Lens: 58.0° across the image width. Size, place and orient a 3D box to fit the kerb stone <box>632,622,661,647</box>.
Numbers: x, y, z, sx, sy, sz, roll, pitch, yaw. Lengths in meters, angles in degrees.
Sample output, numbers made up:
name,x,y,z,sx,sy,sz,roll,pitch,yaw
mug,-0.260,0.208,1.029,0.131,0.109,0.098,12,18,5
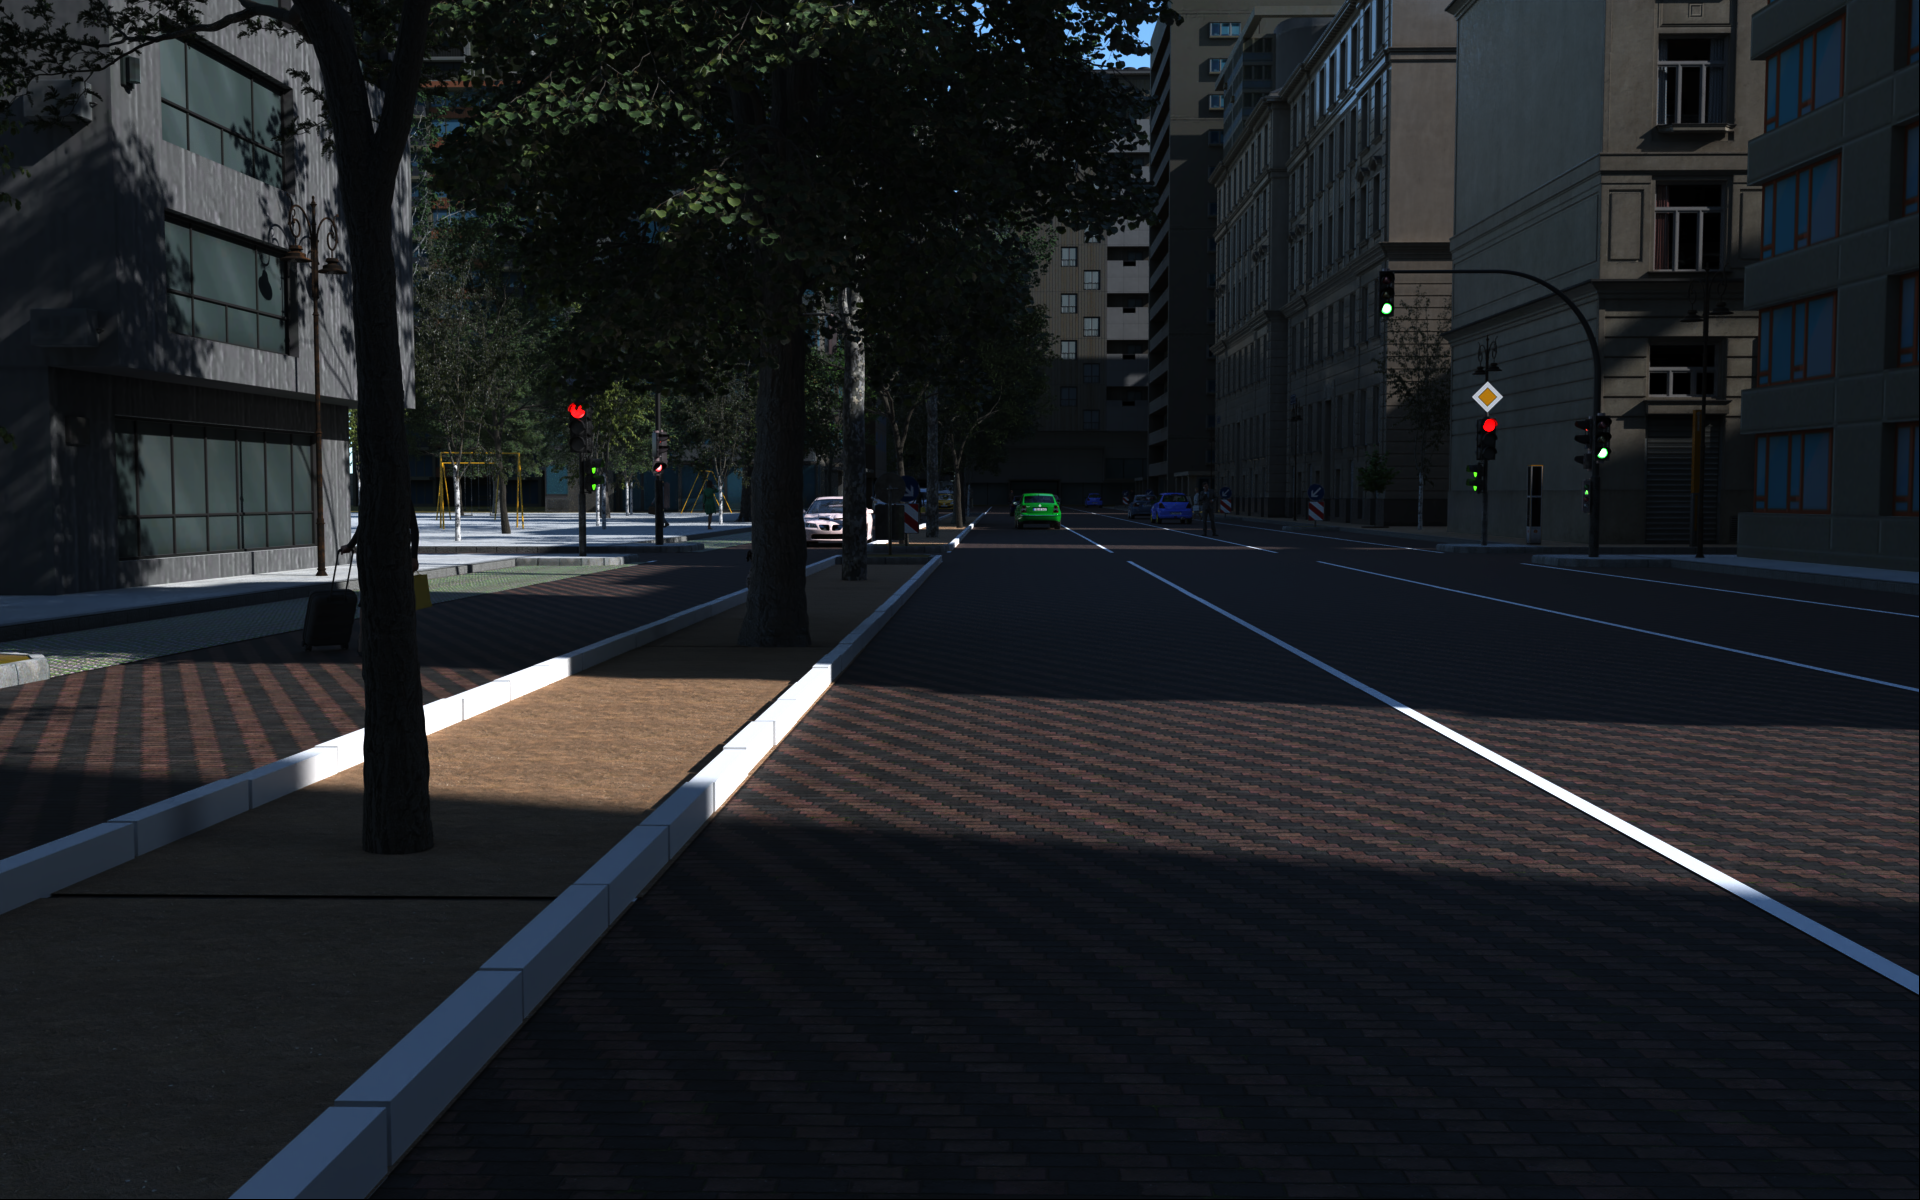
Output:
name,x,y,z,sx,sy,sz,roll,pitch,yaw
kerb stone,-3.038,0.346,16.531,0.120,0.150,1.000,0,4,1

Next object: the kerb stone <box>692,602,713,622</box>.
name,x,y,z,sx,sy,sz,roll,pitch,yaw
kerb stone,-2.966,0.159,19.596,0.120,0.150,1.000,0,4,1

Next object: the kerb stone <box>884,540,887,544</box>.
name,x,y,z,sx,sy,sz,roll,pitch,yaw
kerb stone,-2.236,-1.627,48.813,0.120,0.150,1.000,0,4,1

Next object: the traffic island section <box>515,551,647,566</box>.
name,x,y,z,sx,sy,sz,roll,pitch,yaw
traffic island section,-7.819,-0.828,35.811,2.009,0.180,2.903,0,4,1

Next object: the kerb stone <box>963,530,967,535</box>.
name,x,y,z,sx,sy,sz,roll,pitch,yaw
kerb stone,0.077,-2.122,56.957,0.120,0.150,1.000,0,4,1

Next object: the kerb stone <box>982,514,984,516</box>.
name,x,y,z,sx,sy,sz,roll,pitch,yaw
kerb stone,1.156,-4.758,99.988,0.120,0.150,1.000,0,4,1

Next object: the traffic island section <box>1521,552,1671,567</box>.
name,x,y,z,sx,sy,sz,roll,pitch,yaw
traffic island section,12.916,-0.795,35.287,2.009,0.180,2.903,0,4,1

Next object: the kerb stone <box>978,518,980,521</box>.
name,x,y,z,sx,sy,sz,roll,pitch,yaw
kerb stone,0.770,-3.810,84.607,0.120,0.150,1.000,0,4,1

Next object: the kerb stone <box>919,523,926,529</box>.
name,x,y,z,sx,sy,sz,roll,pitch,yaw
kerb stone,-1.583,-3.196,74.444,0.120,0.150,1.000,0,4,1

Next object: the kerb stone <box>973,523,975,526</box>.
name,x,y,z,sx,sy,sz,roll,pitch,yaw
kerb stone,0.418,-2.941,70.281,0.120,0.150,1.000,0,4,1

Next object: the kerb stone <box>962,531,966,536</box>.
name,x,y,z,sx,sy,sz,roll,pitch,yaw
kerb stone,0.051,-2.063,55.931,0.120,0.150,1.000,0,4,1

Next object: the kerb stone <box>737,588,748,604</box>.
name,x,y,z,sx,sy,sz,roll,pitch,yaw
kerb stone,-2.889,-0.026,22.666,0.120,0.150,1.000,0,4,1

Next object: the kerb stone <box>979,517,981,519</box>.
name,x,y,z,sx,sy,sz,roll,pitch,yaw
kerb stone,0.853,-4.006,87.685,0.120,0.150,1.000,0,4,1

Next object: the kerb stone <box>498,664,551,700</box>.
name,x,y,z,sx,sy,sz,roll,pitch,yaw
kerb stone,-3.142,0.598,12.430,0.120,0.150,1.000,0,4,1

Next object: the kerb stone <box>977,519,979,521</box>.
name,x,y,z,sx,sy,sz,roll,pitch,yaw
kerb stone,0.686,-3.622,81.536,0.120,0.150,1.000,0,4,1

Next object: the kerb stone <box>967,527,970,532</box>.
name,x,y,z,sx,sy,sz,roll,pitch,yaw
kerb stone,0.200,-2.439,62.080,0.120,0.150,1.000,0,4,1

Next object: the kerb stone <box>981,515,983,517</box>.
name,x,y,z,sx,sy,sz,roll,pitch,yaw
kerb stone,1.057,-4.507,95.888,0.120,0.150,1.000,0,4,1

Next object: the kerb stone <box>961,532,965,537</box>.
name,x,y,z,sx,sy,sz,roll,pitch,yaw
kerb stone,-0.006,-1.938,53.881,0.120,0.150,1.000,0,4,1

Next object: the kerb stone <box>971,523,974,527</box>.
name,x,y,z,sx,sy,sz,roll,pitch,yaw
kerb stone,0.395,-2.878,69.256,0.120,0.150,1.000,0,4,1

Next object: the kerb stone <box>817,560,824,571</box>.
name,x,y,z,sx,sy,sz,roll,pitch,yaw
kerb stone,-2.660,-0.592,31.879,0.120,0.150,1.000,0,4,1

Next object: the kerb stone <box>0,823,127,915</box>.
name,x,y,z,sx,sy,sz,roll,pitch,yaw
kerb stone,-3.295,0.975,6.262,0.120,0.150,1.000,0,4,1

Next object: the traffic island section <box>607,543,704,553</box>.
name,x,y,z,sx,sy,sz,roll,pitch,yaw
traffic island section,-7.618,-1.316,43.794,2.009,0.180,2.903,0,4,1

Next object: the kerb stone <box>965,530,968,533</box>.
name,x,y,z,sx,sy,sz,roll,pitch,yaw
kerb stone,0.099,-2.189,57.979,0.120,0.150,1.000,0,4,1

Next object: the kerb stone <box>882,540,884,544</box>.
name,x,y,z,sx,sy,sz,roll,pitch,yaw
kerb stone,-2.256,-1.560,47.786,0.120,0.150,1.000,0,4,1

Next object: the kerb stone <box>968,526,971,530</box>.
name,x,y,z,sx,sy,sz,roll,pitch,yaw
kerb stone,0.230,-2.503,63.111,0.120,0.150,1.000,0,4,1

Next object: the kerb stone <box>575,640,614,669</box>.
name,x,y,z,sx,sy,sz,roll,pitch,yaw
kerb stone,-3.092,0.471,14.488,0.120,0.150,1.000,0,4,1

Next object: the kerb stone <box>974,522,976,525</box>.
name,x,y,z,sx,sy,sz,roll,pitch,yaw
kerb stone,0.484,-3.129,73.348,0.120,0.150,1.000,0,4,1

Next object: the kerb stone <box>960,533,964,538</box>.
name,x,y,z,sx,sy,sz,roll,pitch,yaw
kerb stone,-0.030,-1.875,52.859,0.120,0.150,1.000,0,4,1

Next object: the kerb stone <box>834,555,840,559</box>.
name,x,y,z,sx,sy,sz,roll,pitch,yaw
kerb stone,-2.581,-0.781,34.966,0.120,0.150,1.000,0,4,1

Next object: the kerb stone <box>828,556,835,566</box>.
name,x,y,z,sx,sy,sz,roll,pitch,yaw
kerb stone,-2.607,-0.719,33.944,0.120,0.150,1.000,0,4,1

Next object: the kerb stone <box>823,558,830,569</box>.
name,x,y,z,sx,sy,sz,roll,pitch,yaw
kerb stone,-2.629,-0.655,32.910,0.120,0.150,1.000,0,4,1

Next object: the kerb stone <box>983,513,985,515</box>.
name,x,y,z,sx,sy,sz,roll,pitch,yaw
kerb stone,1.259,-5.009,104.092,0.120,0.150,1.000,0,4,1

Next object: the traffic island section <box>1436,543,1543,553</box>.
name,x,y,z,sx,sy,sz,roll,pitch,yaw
traffic island section,13.117,-1.284,43.269,2.009,0.180,2.903,0,4,1

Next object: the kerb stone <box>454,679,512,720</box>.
name,x,y,z,sx,sy,sz,roll,pitch,yaw
kerb stone,-3.166,0.665,11.398,0.120,0.150,1.000,0,4,1

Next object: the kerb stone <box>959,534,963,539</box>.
name,x,y,z,sx,sy,sz,roll,pitch,yaw
kerb stone,-0.058,-1.811,51.832,0.120,0.150,1.000,0,4,1

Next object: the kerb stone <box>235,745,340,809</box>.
name,x,y,z,sx,sy,sz,roll,pitch,yaw
kerb stone,-3.245,0.857,8.325,0.120,0.150,1.000,0,4,1

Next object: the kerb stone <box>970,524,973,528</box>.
name,x,y,z,sx,sy,sz,roll,pitch,yaw
kerb stone,0.334,-2.753,67.207,0.120,0.150,1.000,0,4,1

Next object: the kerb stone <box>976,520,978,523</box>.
name,x,y,z,sx,sy,sz,roll,pitch,yaw
kerb stone,0.613,-3.437,78.467,0.120,0.150,1.000,0,4,1

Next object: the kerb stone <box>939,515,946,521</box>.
name,x,y,z,sx,sy,sz,roll,pitch,yaw
kerb stone,-0.991,-4.637,98.005,0.120,0.150,1.000,0,4,1

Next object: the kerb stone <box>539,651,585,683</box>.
name,x,y,z,sx,sy,sz,roll,pitch,yaw
kerb stone,-3.120,0.534,13.458,0.120,0.150,1.000,0,4,1

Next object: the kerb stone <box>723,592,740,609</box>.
name,x,y,z,sx,sy,sz,roll,pitch,yaw
kerb stone,-2.914,0.034,21.639,0.120,0.150,1.000,0,4,1

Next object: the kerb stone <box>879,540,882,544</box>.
name,x,y,z,sx,sy,sz,roll,pitch,yaw
kerb stone,-2.282,-1.503,46.763,0.120,0.150,1.000,0,4,1

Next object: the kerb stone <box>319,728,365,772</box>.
name,x,y,z,sx,sy,sz,roll,pitch,yaw
kerb stone,-3.224,0.790,9.347,0.120,0.150,1.000,0,4,1

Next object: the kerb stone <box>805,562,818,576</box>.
name,x,y,z,sx,sy,sz,roll,pitch,yaw
kerb stone,-2.687,-0.529,30.857,0.120,0.150,1.000,0,4,1

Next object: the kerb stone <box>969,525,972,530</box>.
name,x,y,z,sx,sy,sz,roll,pitch,yaw
kerb stone,0.284,-2.628,65.162,0.120,0.150,1.000,0,4,1

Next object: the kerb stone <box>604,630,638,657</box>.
name,x,y,z,sx,sy,sz,roll,pitch,yaw
kerb stone,-3.072,0.409,15.510,0.120,0.150,1.000,0,4,1

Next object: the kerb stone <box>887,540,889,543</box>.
name,x,y,z,sx,sy,sz,roll,pitch,yaw
kerb stone,-2.202,-1.689,49.835,0.120,0.150,1.000,0,4,1

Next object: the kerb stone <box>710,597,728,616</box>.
name,x,y,z,sx,sy,sz,roll,pitch,yaw
kerb stone,-2.936,0.100,20.618,0.120,0.150,1.000,0,4,1

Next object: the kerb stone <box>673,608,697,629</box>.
name,x,y,z,sx,sy,sz,roll,pitch,yaw
kerb stone,-2.992,0.221,18.574,0.120,0.150,1.000,0,4,1

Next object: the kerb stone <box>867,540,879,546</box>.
name,x,y,z,sx,sy,sz,roll,pitch,yaw
kerb stone,-2.303,-1.440,45.733,0.120,0.150,1.000,0,4,1

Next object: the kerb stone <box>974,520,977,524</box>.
name,x,y,z,sx,sy,sz,roll,pitch,yaw
kerb stone,0.568,-3.317,76.423,0.120,0.150,1.000,0,4,1

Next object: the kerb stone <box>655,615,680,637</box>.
name,x,y,z,sx,sy,sz,roll,pitch,yaw
kerb stone,-3.015,0.288,17.553,0.120,0.150,1.000,0,4,1

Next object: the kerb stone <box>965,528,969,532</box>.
name,x,y,z,sx,sy,sz,roll,pitch,yaw
kerb stone,0.149,-2.314,60.030,0.120,0.150,1.000,0,4,1

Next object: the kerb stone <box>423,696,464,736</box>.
name,x,y,z,sx,sy,sz,roll,pitch,yaw
kerb stone,-3.198,0.723,10.368,0.120,0.150,1.000,0,4,1

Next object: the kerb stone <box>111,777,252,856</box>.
name,x,y,z,sx,sy,sz,roll,pitch,yaw
kerb stone,-3.275,0.911,7.299,0.120,0.150,1.000,0,4,1
